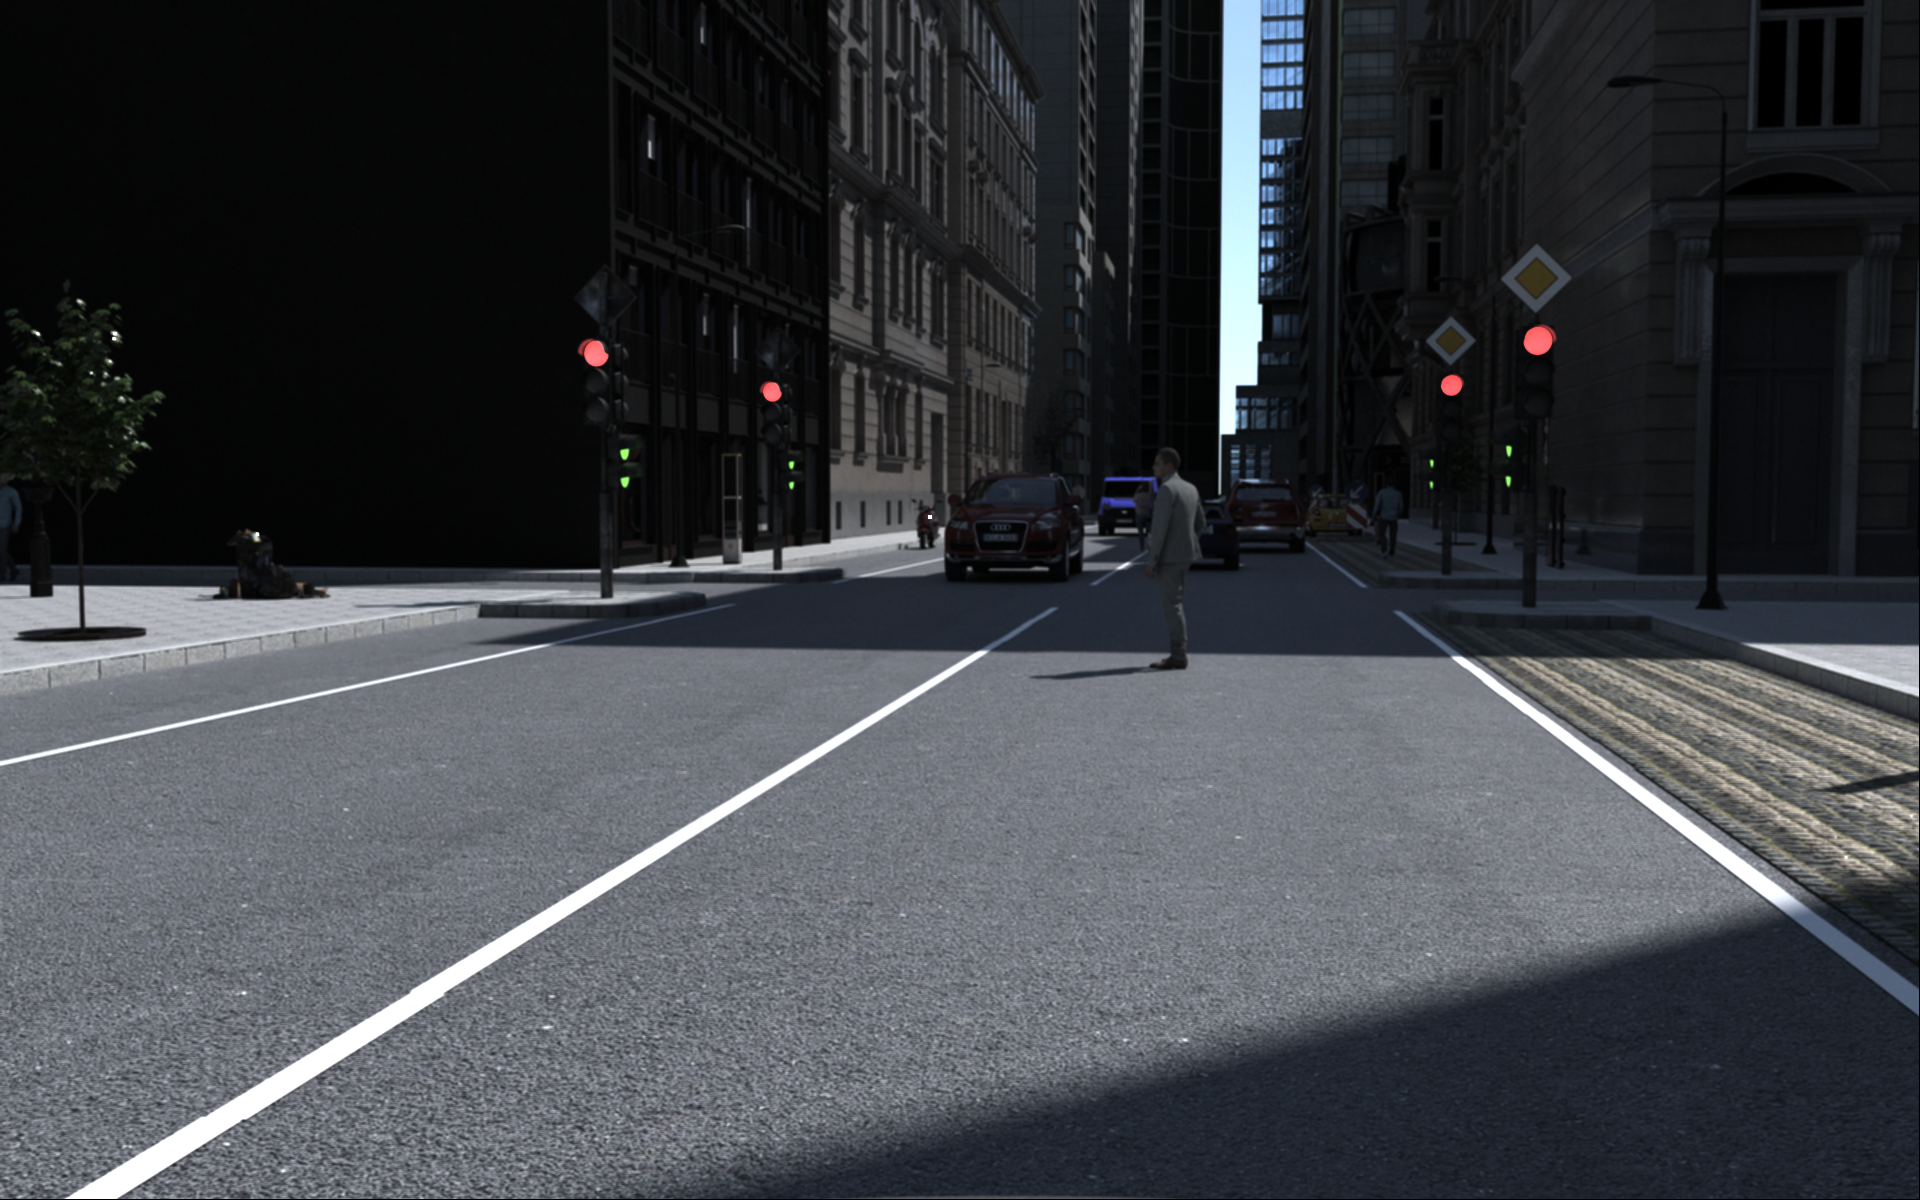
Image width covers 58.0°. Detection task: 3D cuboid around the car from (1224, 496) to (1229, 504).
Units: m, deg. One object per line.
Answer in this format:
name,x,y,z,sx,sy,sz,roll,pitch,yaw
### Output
car,16.906,-5.724,106.168,1.945,1.354,3.894,1,4,9

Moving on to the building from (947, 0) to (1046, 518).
building,-3.514,-17.372,81.296,12.463,27.353,25.104,1,4,9

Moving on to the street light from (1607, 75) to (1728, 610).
street light,7.872,-2.859,19.284,1.470,5.913,1.316,1,4,9

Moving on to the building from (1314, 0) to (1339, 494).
building,33.072,-28.985,124.009,14.600,45.320,14.200,1,4,9

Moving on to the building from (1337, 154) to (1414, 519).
building,28.578,-13.718,91.739,16.820,18.784,16.811,1,4,9

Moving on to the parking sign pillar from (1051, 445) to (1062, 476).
parking sign pillar,5.310,-6.527,95.186,1.447,3.967,1.447,1,4,12

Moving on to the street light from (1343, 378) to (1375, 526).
street light,16.011,-5.920,69.338,1.470,5.913,1.316,1,4,9

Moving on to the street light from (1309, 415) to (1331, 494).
street light,21.077,-7.880,101.377,1.470,5.913,1.316,1,4,9

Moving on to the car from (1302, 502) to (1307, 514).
car,20.087,-5.654,105.024,1.945,1.354,3.894,1,4,9

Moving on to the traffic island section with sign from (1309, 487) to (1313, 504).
traffic island section with sign,16.027,-4.275,78.530,1.989,1.847,2.006,1,4,9

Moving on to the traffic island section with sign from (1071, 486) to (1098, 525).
traffic island section with sign,5.534,-4.394,80.469,1.989,1.847,2.006,1,4,9

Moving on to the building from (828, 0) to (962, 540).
building,-8.294,-16.509,57.306,14.401,28.519,23.554,1,4,9

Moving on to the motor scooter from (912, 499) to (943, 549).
motor scooter,-0.839,-2.005,45.566,0.815,1.314,1.986,0,4,8

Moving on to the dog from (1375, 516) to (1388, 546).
dog,11.585,-1.907,48.016,0.513,0.831,0.800,3,5,41

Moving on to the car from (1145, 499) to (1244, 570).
car,4.600,-1.312,34.040,1.945,1.354,3.894,0,4,8

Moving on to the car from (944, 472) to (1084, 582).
car,1.015,-1.311,30.111,2.281,1.827,5.304,1,4,8

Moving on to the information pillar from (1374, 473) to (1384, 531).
information pillar,14.545,-3.402,60.116,0.304,2.012,0.304,1,4,11

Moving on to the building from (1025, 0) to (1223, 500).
building,19.125,-46.338,195.880,20.611,71.187,20.563,1,4,9

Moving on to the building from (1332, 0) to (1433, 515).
building,30.898,-26.058,109.647,14.154,41.232,14.086,1,4,9

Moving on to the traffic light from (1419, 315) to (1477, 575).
traffic light,7.712,-2.354,27.411,0.839,4.253,0.868,1,4,9

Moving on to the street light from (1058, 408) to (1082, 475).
street light,5.900,-7.401,93.552,1.470,5.913,1.316,1,4,9

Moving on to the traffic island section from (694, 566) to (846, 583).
traffic island section,-3.100,-0.428,29.275,2.009,0.180,2.903,1,4,9

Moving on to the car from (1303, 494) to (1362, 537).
car,12.496,-2.928,58.096,2.015,1.641,3.980,0,4,8

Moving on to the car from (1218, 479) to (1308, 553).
car,7.684,-2.157,43.944,2.281,1.827,5.304,1,4,9

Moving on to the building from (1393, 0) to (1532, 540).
building,22.713,-14.748,60.222,14.460,24.649,34.723,1,4,9

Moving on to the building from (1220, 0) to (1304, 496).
building,45.075,-53.789,192.113,31.000,86.520,22.319,1,4,9

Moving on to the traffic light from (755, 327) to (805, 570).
traffic light,-3.062,-2.460,29.134,0.839,4.253,0.868,1,4,9

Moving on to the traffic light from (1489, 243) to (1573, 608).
traffic light,6.434,-1.872,19.528,0.839,4.253,0.868,1,4,9

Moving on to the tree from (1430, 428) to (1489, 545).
tree,12.654,-3.001,43.674,1.663,3.219,1.824,0,3,0

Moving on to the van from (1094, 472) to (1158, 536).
van,5.989,-3.466,61.058,2.240,2.365,5.245,1,4,10

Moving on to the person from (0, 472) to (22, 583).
person,-15.447,-1.204,28.055,0.638,1.841,0.748,1,4,18

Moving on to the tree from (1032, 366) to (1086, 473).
tree,4.986,-9.075,98.739,4.360,8.622,3.978,0,3,0

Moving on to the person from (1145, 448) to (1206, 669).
person,1.755,-0.345,14.242,0.391,1.810,0.635,2,4,26

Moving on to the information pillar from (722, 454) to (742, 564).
information pillar,-4.185,-1.670,31.793,0.304,2.012,0.304,0,4,4

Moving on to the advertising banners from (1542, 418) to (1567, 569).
advertising banners,10.452,-2.100,30.517,0.090,3.025,2.074,1,4,9

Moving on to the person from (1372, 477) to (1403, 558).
person,9.511,-1.832,38.467,0.660,1.820,0.620,0,4,-2

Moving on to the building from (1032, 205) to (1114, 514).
building,-4.206,-16.832,120.245,27.650,21.520,28.899,1,4,9

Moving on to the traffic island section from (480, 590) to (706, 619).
traffic island section,-4.377,0.054,21.393,2.009,0.180,2.903,1,4,9

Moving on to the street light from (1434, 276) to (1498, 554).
street light,10.791,-3.941,36.973,1.470,5.913,1.316,1,4,9

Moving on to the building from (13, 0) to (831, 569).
building,-10.710,-12.720,37.644,12.332,23.373,15.834,1,4,9

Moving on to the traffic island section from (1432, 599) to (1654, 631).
traffic island section,6.472,0.162,19.636,2.009,0.180,2.903,1,4,9

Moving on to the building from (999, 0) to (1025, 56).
building,6.903,-44.617,167.746,20.611,71.187,20.563,1,4,9

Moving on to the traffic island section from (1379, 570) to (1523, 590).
traffic island section,7.750,-0.320,27.519,2.009,0.180,2.903,1,4,9

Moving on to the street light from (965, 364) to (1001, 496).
street light,0.766,-5.463,61.856,1.470,5.913,1.316,1,4,9

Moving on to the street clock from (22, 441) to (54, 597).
street clock,-11.473,-1.040,21.577,0.471,2.002,0.358,2,4,34

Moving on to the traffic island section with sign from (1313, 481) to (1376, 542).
traffic island section with sign,11.722,-2.648,51.919,1.989,1.847,2.006,1,4,9

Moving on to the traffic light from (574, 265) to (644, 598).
traffic light,-4.339,-1.977,21.252,0.839,4.253,0.868,1,4,9

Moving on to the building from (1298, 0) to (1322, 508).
building,43.176,-32.946,162.373,21.300,48.544,21.600,1,4,9

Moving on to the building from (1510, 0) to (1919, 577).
building,21.345,-15.003,31.202,20.117,28.700,13.634,1,4,9

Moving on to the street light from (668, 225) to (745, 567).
street light,-4.403,-3.524,30.166,1.470,5.913,1.316,1,4,9

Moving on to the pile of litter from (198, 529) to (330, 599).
pile of litter,-8.664,-0.466,21.591,1.719,0.858,1.176,2,4,32

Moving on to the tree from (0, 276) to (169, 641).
tree,-7.944,-1.285,15.604,1.663,3.219,1.824,0,3,0

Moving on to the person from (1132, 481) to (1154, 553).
person,4.508,-1.996,41.720,0.593,1.750,0.643,-1,4,-21
